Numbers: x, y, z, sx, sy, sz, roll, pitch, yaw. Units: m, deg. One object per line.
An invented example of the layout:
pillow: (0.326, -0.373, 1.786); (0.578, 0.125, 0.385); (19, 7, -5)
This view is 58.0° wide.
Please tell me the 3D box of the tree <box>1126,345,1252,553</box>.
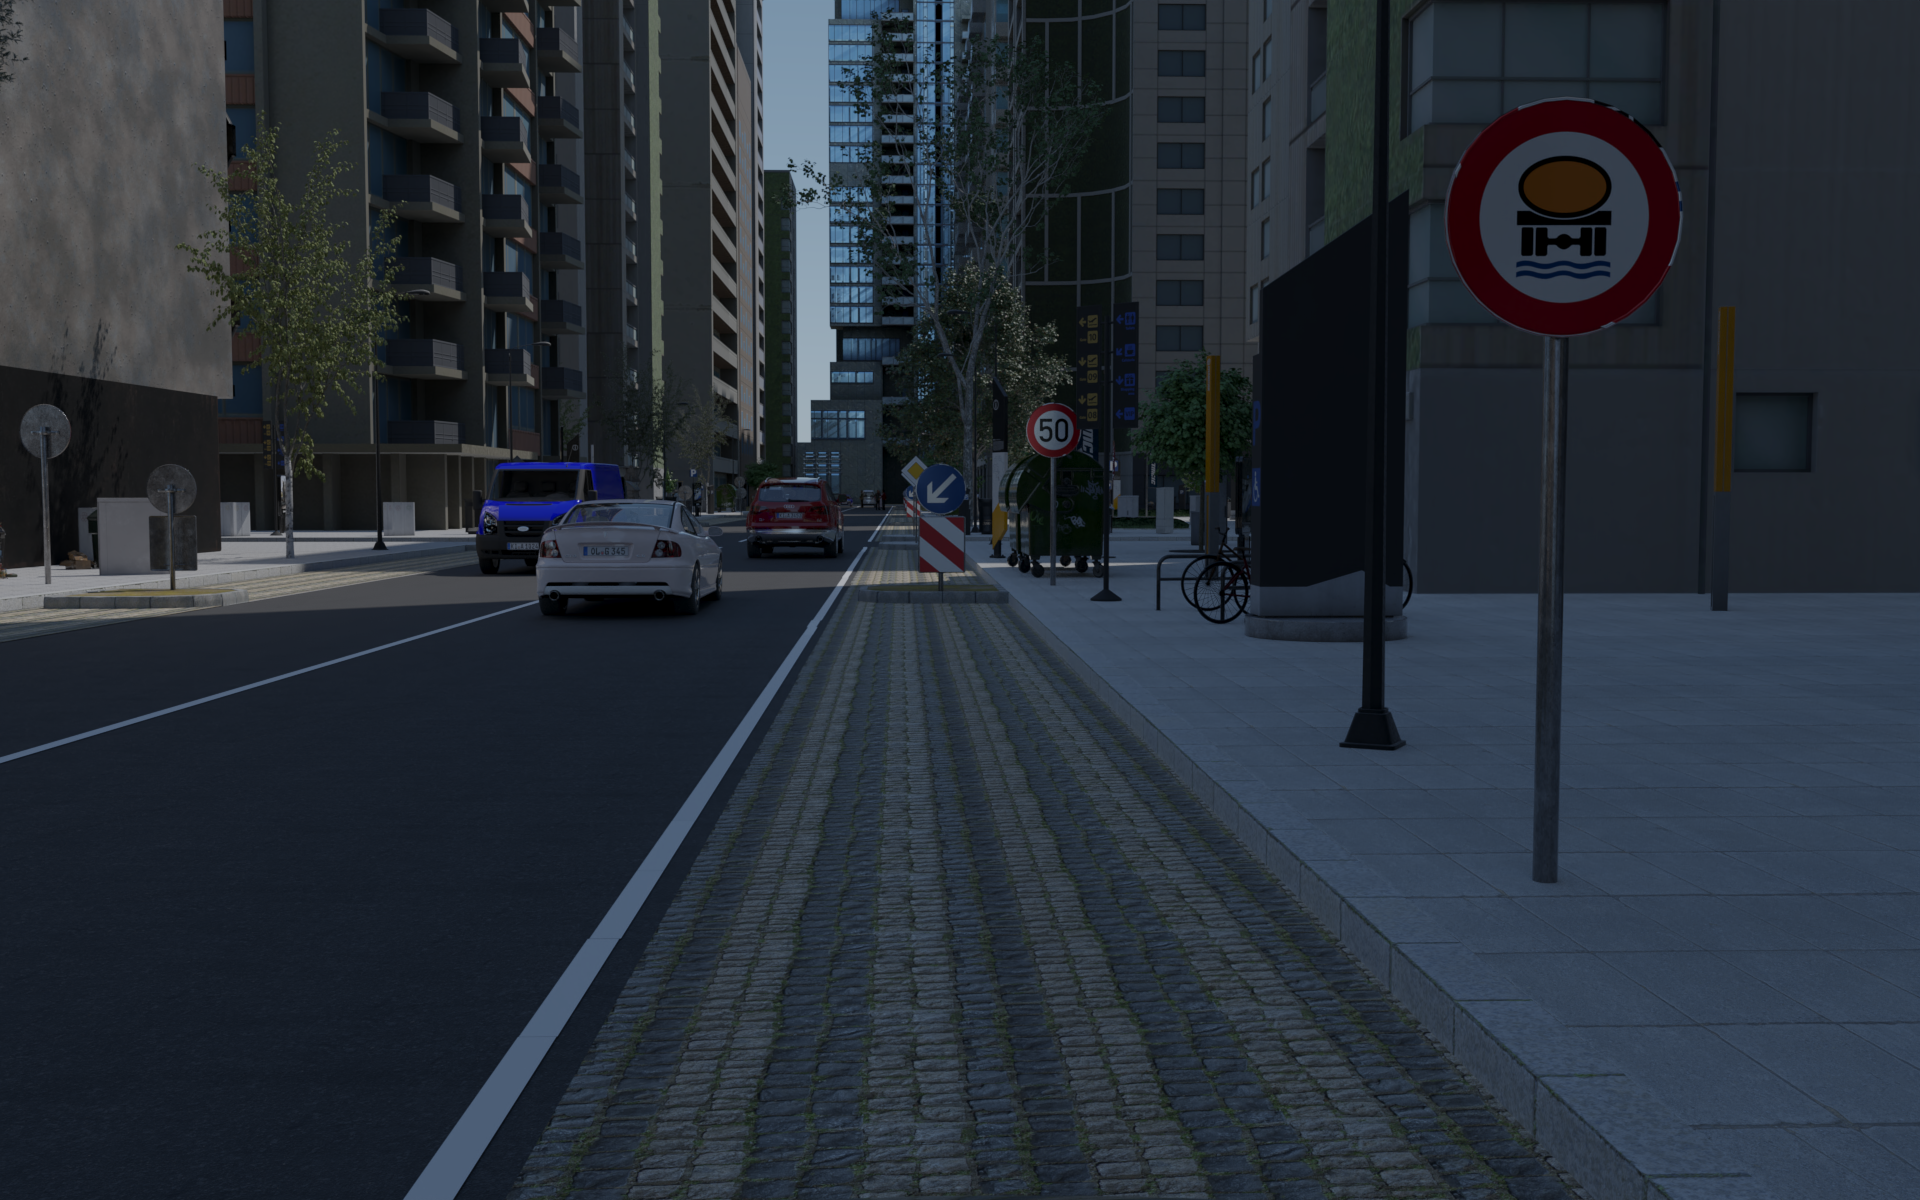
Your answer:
tree: (5.386, -3.330, 38.163); (4.285, 4.588, 4.351); (0, 3, 0)

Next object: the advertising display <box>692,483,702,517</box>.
advertising display: (-14.846, -5.660, 97.756); (0.123, 1.923, 0.974); (1, 4, 17)

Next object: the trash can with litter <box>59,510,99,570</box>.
trash can with litter: (-14.802, -1.118, 29.668); (0.624, 1.170, 1.055); (2, 4, 32)

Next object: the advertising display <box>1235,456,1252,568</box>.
advertising display: (4.937, -1.521, 30.088); (0.123, 1.923, 0.974); (1, 4, 21)

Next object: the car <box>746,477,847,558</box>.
car: (-3.795, -1.940, 40.400); (2.281, 1.827, 5.304); (0, 4, -1)

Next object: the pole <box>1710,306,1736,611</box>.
pole: (8.355, -1.537, 18.967); (0.158, 3.312, 0.155); (0, 3, 0)

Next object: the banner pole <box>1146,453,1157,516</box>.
banner pole: (9.330, -5.795, 84.761); (0.863, 3.779, 0.401); (3, 5, 42)

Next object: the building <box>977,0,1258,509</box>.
building: (11.739, -41.245, 112.611); (20.563, 71.187, 20.611); (0, 4, -2)

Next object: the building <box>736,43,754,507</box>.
building: (-28.029, -31.849, 170.845); (14.600, 45.320, 14.200); (0, 4, -2)

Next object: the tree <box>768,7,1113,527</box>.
tree: (-0.701, -13.006, 68.531); (12.611, 20.169, 13.585); (0, 3, 0)

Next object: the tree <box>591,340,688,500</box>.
tree: (-15.428, -8.082, 82.498); (4.360, 8.622, 3.978); (0, 3, 0)

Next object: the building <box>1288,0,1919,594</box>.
building: (12.646, -21.068, 28.051); (14.154, 41.232, 14.086); (0, 4, -2)

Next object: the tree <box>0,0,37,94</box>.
tree: (-13.491, -6.348, 14.165); (12.009, 13.543, 11.850); (0, 3, 0)

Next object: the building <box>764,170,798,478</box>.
building: (-28.031, -32.855, 220.780); (14.086, 41.232, 14.154); (0, 4, -2)

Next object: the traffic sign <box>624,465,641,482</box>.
traffic sign: (-14.556, -4.687, 76.633); (0.884, 2.594, 0.081); (0, 4, 6)

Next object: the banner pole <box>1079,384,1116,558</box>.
banner pole: (2.706, -2.728, 34.612); (0.863, 3.779, 0.401); (-1, 4, -13)

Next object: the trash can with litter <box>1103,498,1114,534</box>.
trash can with litter: (4.334, -2.670, 55.036); (1.055, 1.170, 0.624); (-1, 4, -12)

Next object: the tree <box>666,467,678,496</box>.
tree: (-20.460, -7.749, 121.296); (1.663, 3.219, 1.824); (0, 3, 0)

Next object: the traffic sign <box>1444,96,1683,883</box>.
traffic sign: (1.941, -0.340, 5.668); (0.768, 2.556, 0.104); (0, 3, 0)

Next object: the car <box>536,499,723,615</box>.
car: (-4.095, -0.584, 21.903); (2.083, 1.381, 4.827); (0, 4, -2)

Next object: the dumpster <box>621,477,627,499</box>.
dumpster: (-11.723, -3.089, 55.457); (1.985, 2.255, 1.502); (0, 4, -1)

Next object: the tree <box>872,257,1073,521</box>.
tree: (0.644, -10.198, 83.748); (9.611, 12.733, 9.660); (0, 3, 0)

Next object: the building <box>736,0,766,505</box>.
building: (-35.785, -39.578, 189.094); (28.212, 58.520, 21.231); (0, 4, -2)

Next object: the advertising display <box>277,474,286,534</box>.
advertising display: (-22.175, -3.149, 56.701); (0.123, 1.923, 0.974); (-1, 4, -10)

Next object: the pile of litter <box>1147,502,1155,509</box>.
pile of litter: (11.073, -5.287, 100.400); (1.719, 0.858, 1.176); (1, 4, 18)

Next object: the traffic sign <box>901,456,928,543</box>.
traffic sign: (-1.148, -2.548, 45.298); (0.795, 2.450, 0.064); (0, 4, -2)

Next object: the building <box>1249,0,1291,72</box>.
building: (27.207, -29.387, 69.721); (27.495, 52.752, 28.713); (0, 4, -2)

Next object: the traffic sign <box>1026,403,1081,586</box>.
traffic sign: (1.307, -1.475, 24.230); (0.768, 2.556, 0.104); (0, 4, 0)

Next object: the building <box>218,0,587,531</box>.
building: (-28.280, -25.545, 72.282); (22.147, 44.769, 28.867); (0, 4, -2)

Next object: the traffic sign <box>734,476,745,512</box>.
traffic sign: (-15.961, -7.665, 125.434); (0.768, 2.556, 0.104); (0, 4, 1)

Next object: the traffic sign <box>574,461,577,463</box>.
traffic sign: (-11.758, -3.016, 52.948); (0.795, 2.450, 0.064); (0, 4, -2)

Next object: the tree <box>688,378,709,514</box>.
tree: (-16.274, -8.758, 93.557); (4.360, 8.622, 3.978); (0, 3, 0)

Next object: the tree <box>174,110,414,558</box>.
tree: (-13.147, -5.140, 34.397); (4.737, 8.622, 4.395); (0, 3, 0)

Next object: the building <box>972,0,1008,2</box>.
building: (11.846, -32.774, 155.463); (23.786, 49.044, 30.456); (0, 4, -2)

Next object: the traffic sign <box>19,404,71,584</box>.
traffic sign: (-12.989, -1.498, 24.593); (0.768, 2.556, 0.104); (0, 4, 6)

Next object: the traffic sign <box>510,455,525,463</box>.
traffic sign: (-11.487, -2.528, 44.968); (0.795, 2.450, 0.064); (0, 4, -2)

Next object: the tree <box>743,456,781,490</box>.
tree: (-16.990, -10.090, 148.685); (4.285, 4.588, 4.351); (0, 3, 0)

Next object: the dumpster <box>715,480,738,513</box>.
dumpster: (-16.176, -7.181, 119.904); (1.502, 2.255, 1.985); (0, 4, -2)

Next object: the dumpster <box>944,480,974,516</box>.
dumpster: (-0.158, -4.617, 77.976); (1.502, 2.255, 1.985); (0, 4, -2)

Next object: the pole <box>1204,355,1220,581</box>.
pole: (3.731, -1.942, 25.593); (0.158, 3.312, 0.155); (0, 3, 0)

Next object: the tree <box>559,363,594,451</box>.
tree: (-22.123, -8.713, 92.820); (4.737, 8.622, 4.395); (0, 3, 0)

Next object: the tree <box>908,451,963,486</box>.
tree: (-1.364, -7.745, 110.350); (4.285, 4.588, 4.351); (0, 3, 0)

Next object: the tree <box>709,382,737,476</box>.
tree: (-16.786, -9.963, 113.257); (4.360, 8.622, 3.978); (0, 3, 0)

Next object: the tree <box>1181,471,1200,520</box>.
tree: (11.546, -5.491, 84.387); (1.663, 3.219, 1.824); (0, 3, 0)

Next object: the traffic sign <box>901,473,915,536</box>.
traffic sign: (-1.419, -3.036, 53.278); (0.795, 2.450, 0.064); (0, 4, -2)

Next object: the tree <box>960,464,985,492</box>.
tree: (0.611, -6.087, 94.122); (1.663, 3.219, 1.824); (0, 3, 0)

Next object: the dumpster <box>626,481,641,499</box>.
dumpster: (-14.565, -4.229, 74.906); (1.264, 1.857, 1.865); (0, 4, -2)

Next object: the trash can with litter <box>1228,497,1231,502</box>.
trash can with litter: (14.914, -5.088, 94.572); (1.055, 1.170, 0.624); (0, 4, 0)

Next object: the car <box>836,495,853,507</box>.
car: (-12.941, -11.135, 194.635); (1.945, 1.354, 3.894); (0, 4, -2)

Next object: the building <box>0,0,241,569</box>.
building: (-24.705, -10.111, 32.771); (16.811, 18.784, 16.820); (0, 4, -2)

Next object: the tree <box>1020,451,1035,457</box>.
tree: (2.187, -2.888, 41.814); (1.663, 3.219, 1.824); (0, 3, 0)

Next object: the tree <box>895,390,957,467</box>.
tree: (-1.687, -12.312, 135.715); (7.601, 10.594, 8.767); (1, 4, 17)

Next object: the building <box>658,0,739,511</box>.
building: (-29.366, -31.432, 137.613); (21.300, 48.544, 21.600); (0, 4, -2)

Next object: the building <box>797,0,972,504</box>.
building: (-5.045, -55.733, 223.913); (31.000, 86.520, 22.319); (0, 4, -2)

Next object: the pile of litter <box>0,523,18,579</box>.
pile of litter: (-15.145, -0.771, 26.576); (1.176, 0.858, 1.719); (-2, 4, -29)

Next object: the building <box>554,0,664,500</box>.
building: (-25.640, -25.626, 102.583); (14.154, 41.232, 14.086); (0, 4, -2)
